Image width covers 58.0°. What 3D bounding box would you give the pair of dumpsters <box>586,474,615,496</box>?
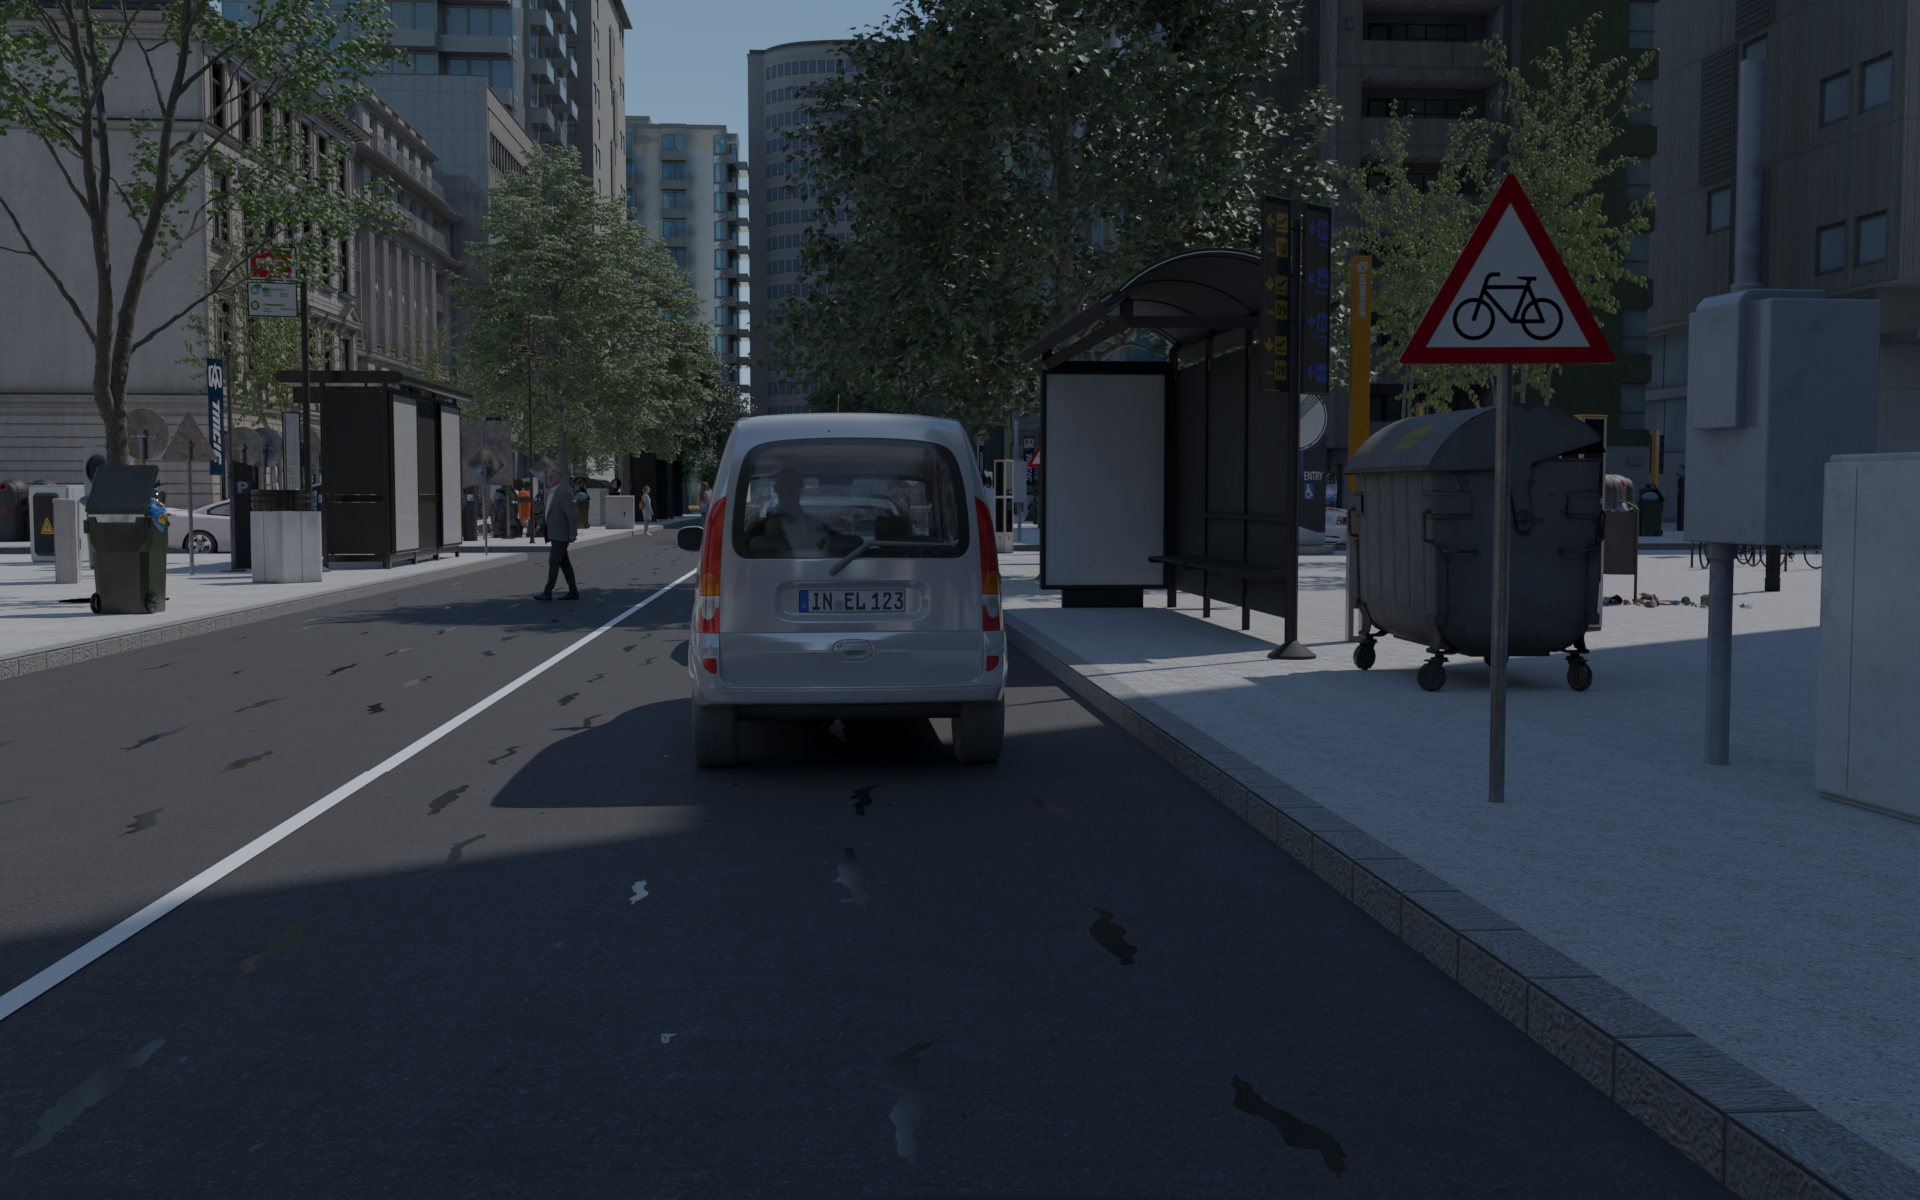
[{"bbox_3d":[-17.049,-4.805,81.059,1.574,2.255,4.437,0,4,-5],"label":"pair of dumpsters"}]

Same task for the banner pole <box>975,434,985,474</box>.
[{"bbox_3d":[0.692,-4.361,61.327,0.401,3.779,0.863,2,4,28],"label":"banner pole"}]

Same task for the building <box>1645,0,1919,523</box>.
[{"bbox_3d":[43.944,-29.565,72.623,27.495,52.752,28.713,0,4,-5],"label":"building"}]

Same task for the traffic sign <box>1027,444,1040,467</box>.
[{"bbox_3d":[1.762,-2.093,34.218,0.884,2.594,0.081,0,4,5],"label":"traffic sign"}]

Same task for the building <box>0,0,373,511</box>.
[{"bbox_3d":[-29.145,-12.148,63.248,10.561,19.102,19.286,0,4,-5],"label":"building"}]

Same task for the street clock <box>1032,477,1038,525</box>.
[{"bbox_3d":[3.170,-4.151,72.443,0.358,2.002,0.471,-1,4,-12],"label":"street clock"}]

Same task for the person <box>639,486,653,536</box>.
[{"bbox_3d":[-10.806,-3.071,59.708,0.522,1.701,0.512,-2,4,-35],"label":"person"}]

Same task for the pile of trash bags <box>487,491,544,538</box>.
[{"bbox_3d":[-13.191,-2.597,52.218,1.912,1.369,3.447,-1,4,-13],"label":"pile of trash bags"}]

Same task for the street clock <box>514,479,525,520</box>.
[{"bbox_3d":[-20.845,-4.732,81.940,0.471,2.002,0.358,0,4,7],"label":"street clock"}]

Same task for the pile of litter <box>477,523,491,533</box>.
[{"bbox_3d":[-15.743,-2.698,58.075,1.176,0.858,1.719,2,4,24],"label":"pile of litter"}]

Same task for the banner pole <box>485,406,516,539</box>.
[{"bbox_3d":[-13.101,-3.625,49.283,0.863,3.779,0.401,0,4,8],"label":"banner pole"}]

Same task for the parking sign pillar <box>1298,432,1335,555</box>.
[{"bbox_3d":[7.299,-2.971,37.045,1.447,3.967,1.447,-3,5,-44],"label":"parking sign pillar"}]

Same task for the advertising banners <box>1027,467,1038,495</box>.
[{"bbox_3d":[4.238,-6.552,103.317,2.074,3.025,0.090,-3,4,-37],"label":"advertising banners"}]

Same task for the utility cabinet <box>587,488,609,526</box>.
[{"bbox_3d":[-15.124,-3.848,71.592,1.173,1.500,0.318,-2,4,-29],"label":"utility cabinet"}]

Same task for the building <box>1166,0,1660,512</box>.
[{"bbox_3d":[15.818,-17.877,63.984,14.107,30.474,14.160,0,4,-5],"label":"building"}]

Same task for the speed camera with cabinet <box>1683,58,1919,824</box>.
[{"bbox_3d":[3.892,-0.796,7.345,0.660,3.252,2.038,0,4,-8],"label":"speed camera with cabinet"}]

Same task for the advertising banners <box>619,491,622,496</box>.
[{"bbox_3d":[-18.116,-5.924,93.051,0.090,3.025,2.074,-2,4,-29],"label":"advertising banners"}]

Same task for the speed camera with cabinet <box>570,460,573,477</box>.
[{"bbox_3d":[-20.559,-5.991,92.287,0.660,3.252,2.038,1,4,13],"label":"speed camera with cabinet"}]

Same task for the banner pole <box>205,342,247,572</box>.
[{"bbox_3d":[-12.051,-2.342,28.312,0.401,3.779,0.863,0,4,8],"label":"banner pole"}]

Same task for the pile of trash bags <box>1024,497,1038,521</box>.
[{"bbox_3d":[4.508,-4.357,80.987,1.912,1.369,3.447,-2,4,-30],"label":"pile of trash bags"}]

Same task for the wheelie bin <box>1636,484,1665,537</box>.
[{"bbox_3d":[20.840,-2.715,52.295,0.693,1.594,0.980,0,4,-1],"label":"wheelie bin"}]

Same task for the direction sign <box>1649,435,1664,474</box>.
[{"bbox_3d":[26.645,-4.563,66.602,0.876,3.537,0.379,-1,4,-12],"label":"direction sign"}]

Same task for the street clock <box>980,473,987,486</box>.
[{"bbox_3d":[0.693,-3.385,59.921,0.358,2.002,0.471,-3,5,-41],"label":"street clock"}]

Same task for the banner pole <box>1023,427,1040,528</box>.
[{"bbox_3d":[2.739,-4.586,64.996,0.863,3.779,0.401,2,4,24],"label":"banner pole"}]

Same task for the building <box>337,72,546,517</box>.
[{"bbox_3d":[-33.464,-17.707,107.536,12.078,24.808,19.932,0,4,-5],"label":"building"}]

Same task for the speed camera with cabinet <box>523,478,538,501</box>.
[{"bbox_3d":[-24.668,-6.283,97.071,2.038,3.252,0.660,1,4,22],"label":"speed camera with cabinet"}]

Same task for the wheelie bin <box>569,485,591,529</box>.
[{"bbox_3d":[-14.035,-3.414,63.728,0.980,1.594,0.693,2,4,35],"label":"wheelie bin"}]

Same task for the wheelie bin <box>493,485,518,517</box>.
[{"bbox_3d":[-14.722,-2.952,56.168,0.693,1.594,0.980,1,4,15],"label":"wheelie bin"}]

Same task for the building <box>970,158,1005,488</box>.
[{"bbox_3d":[12.228,-51.536,155.285,22.319,86.520,31.000,0,4,-5],"label":"building"}]

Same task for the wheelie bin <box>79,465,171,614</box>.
[{"bbox_3d":[-8.981,-0.659,18.684,0.980,1.594,0.693,0,4,-2],"label":"wheelie bin"}]

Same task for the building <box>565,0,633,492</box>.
[{"bbox_3d":[-46.631,-35.316,166.657,27.495,52.752,28.713,0,4,-5],"label":"building"}]

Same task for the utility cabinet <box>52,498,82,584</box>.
[{"bbox_3d":[-12.952,-0.856,25.164,0.306,1.237,1.020,-1,4,-23],"label":"utility cabinet"}]

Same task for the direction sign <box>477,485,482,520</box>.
[{"bbox_3d":[-23.509,-5.651,84.396,0.379,3.537,0.876,3,4,39],"label":"direction sign"}]

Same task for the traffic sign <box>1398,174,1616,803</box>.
[{"bbox_3d":[2.235,-0.437,7.143,0.884,2.594,0.081,0,4,0],"label":"traffic sign"}]

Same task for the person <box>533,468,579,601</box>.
[{"bbox_3d":[-5.449,-0.875,23.197,0.661,1.777,0.834,3,5,40],"label":"person"}]

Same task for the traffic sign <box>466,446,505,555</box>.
[{"bbox_3d":[-9.897,-1.988,36.141,0.795,2.450,0.064,0,4,-5],"label":"traffic sign"}]

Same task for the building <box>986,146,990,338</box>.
[{"bbox_3d":[5.581,-30.281,178.696,14.154,41.232,14.086,0,4,-5],"label":"building"}]

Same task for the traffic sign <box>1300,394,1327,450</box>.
[{"bbox_3d":[3.887,-1.232,20.251,0.768,2.556,0.104,0,4,2],"label":"traffic sign"}]

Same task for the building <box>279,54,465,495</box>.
[{"bbox_3d":[-33.527,-14.911,85.592,13.314,21.916,24.055,0,4,-5],"label":"building"}]

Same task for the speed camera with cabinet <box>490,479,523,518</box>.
[{"bbox_3d":[-21.058,-5.243,80.057,0.660,3.252,2.038,0,4,8],"label":"speed camera with cabinet"}]

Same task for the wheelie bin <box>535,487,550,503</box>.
[{"bbox_3d":[-21.717,-5.022,90.011,0.693,1.594,0.980,-1,4,-22],"label":"wheelie bin"}]

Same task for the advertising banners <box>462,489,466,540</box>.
[{"bbox_3d":[-13.715,-3.118,47.168,0.090,3.025,2.074,0,4,-5],"label":"advertising banners"}]

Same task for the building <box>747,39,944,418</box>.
[{"bbox_3d":[-12.924,-41.673,223.347,28.212,58.520,21.231,0,4,-5],"label":"building"}]

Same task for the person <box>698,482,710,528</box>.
[{"bbox_3d":[-8.163,-2.883,55.649,0.555,1.821,0.388,2,4,26],"label":"person"}]

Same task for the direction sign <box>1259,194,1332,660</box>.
[{"bbox_3d":[2.600,-1.313,13.464,0.876,3.537,0.379,-3,5,-43],"label":"direction sign"}]

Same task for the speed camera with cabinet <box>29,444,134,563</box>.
[{"bbox_3d":[-16.395,-2.321,32.286,2.038,3.252,0.660,1,4,20],"label":"speed camera with cabinet"}]

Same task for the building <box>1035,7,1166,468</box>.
[{"bbox_3d":[17.257,-29.738,105.823,23.786,49.044,30.456,0,4,-5],"label":"building"}]

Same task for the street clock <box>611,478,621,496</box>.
[{"bbox_3d":[-15.858,-4.609,79.931,0.471,2.002,0.358,-1,4,-11],"label":"street clock"}]

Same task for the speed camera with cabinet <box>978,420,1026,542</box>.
[{"bbox_3d":[0.940,-3.225,47.062,0.660,3.252,2.038,-3,4,-38],"label":"speed camera with cabinet"}]

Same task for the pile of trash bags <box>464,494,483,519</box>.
[{"bbox_3d":[-25.042,-4.824,88.632,1.912,1.369,3.447,0,4,-8],"label":"pile of trash bags"}]

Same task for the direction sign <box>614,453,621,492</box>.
[{"bbox_3d":[-18.778,-6.305,95.079,0.379,3.537,0.876,-2,4,-33],"label":"direction sign"}]

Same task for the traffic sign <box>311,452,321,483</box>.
[{"bbox_3d":[-13.483,-2.098,36.424,0.606,2.300,0.079,0,4,5],"label":"traffic sign"}]

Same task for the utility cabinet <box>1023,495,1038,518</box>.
[{"bbox_3d":[3.849,-5.085,94.302,0.306,1.237,1.020,3,4,38],"label":"utility cabinet"}]

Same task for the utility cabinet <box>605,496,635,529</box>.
[{"bbox_3d":[-12.440,-3.191,63.328,1.020,1.237,0.306,0,4,-3],"label":"utility cabinet"}]

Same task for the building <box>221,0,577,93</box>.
[{"bbox_3d":[-41.377,-31.326,131.792,23.786,49.044,30.456,0,4,-5],"label":"building"}]

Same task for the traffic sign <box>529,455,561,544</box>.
[{"bbox_3d":[-10.558,-2.474,44.099,0.795,2.450,0.064,0,4,-5],"label":"traffic sign"}]

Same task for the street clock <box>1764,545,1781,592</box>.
[{"bbox_3d":[10.730,-1.116,22.815,0.358,2.002,0.471,2,4,26],"label":"street clock"}]

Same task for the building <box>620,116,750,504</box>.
[{"bbox_3d":[-42.283,-36.837,221.898,30.456,49.044,23.786,0,4,-5],"label":"building"}]
